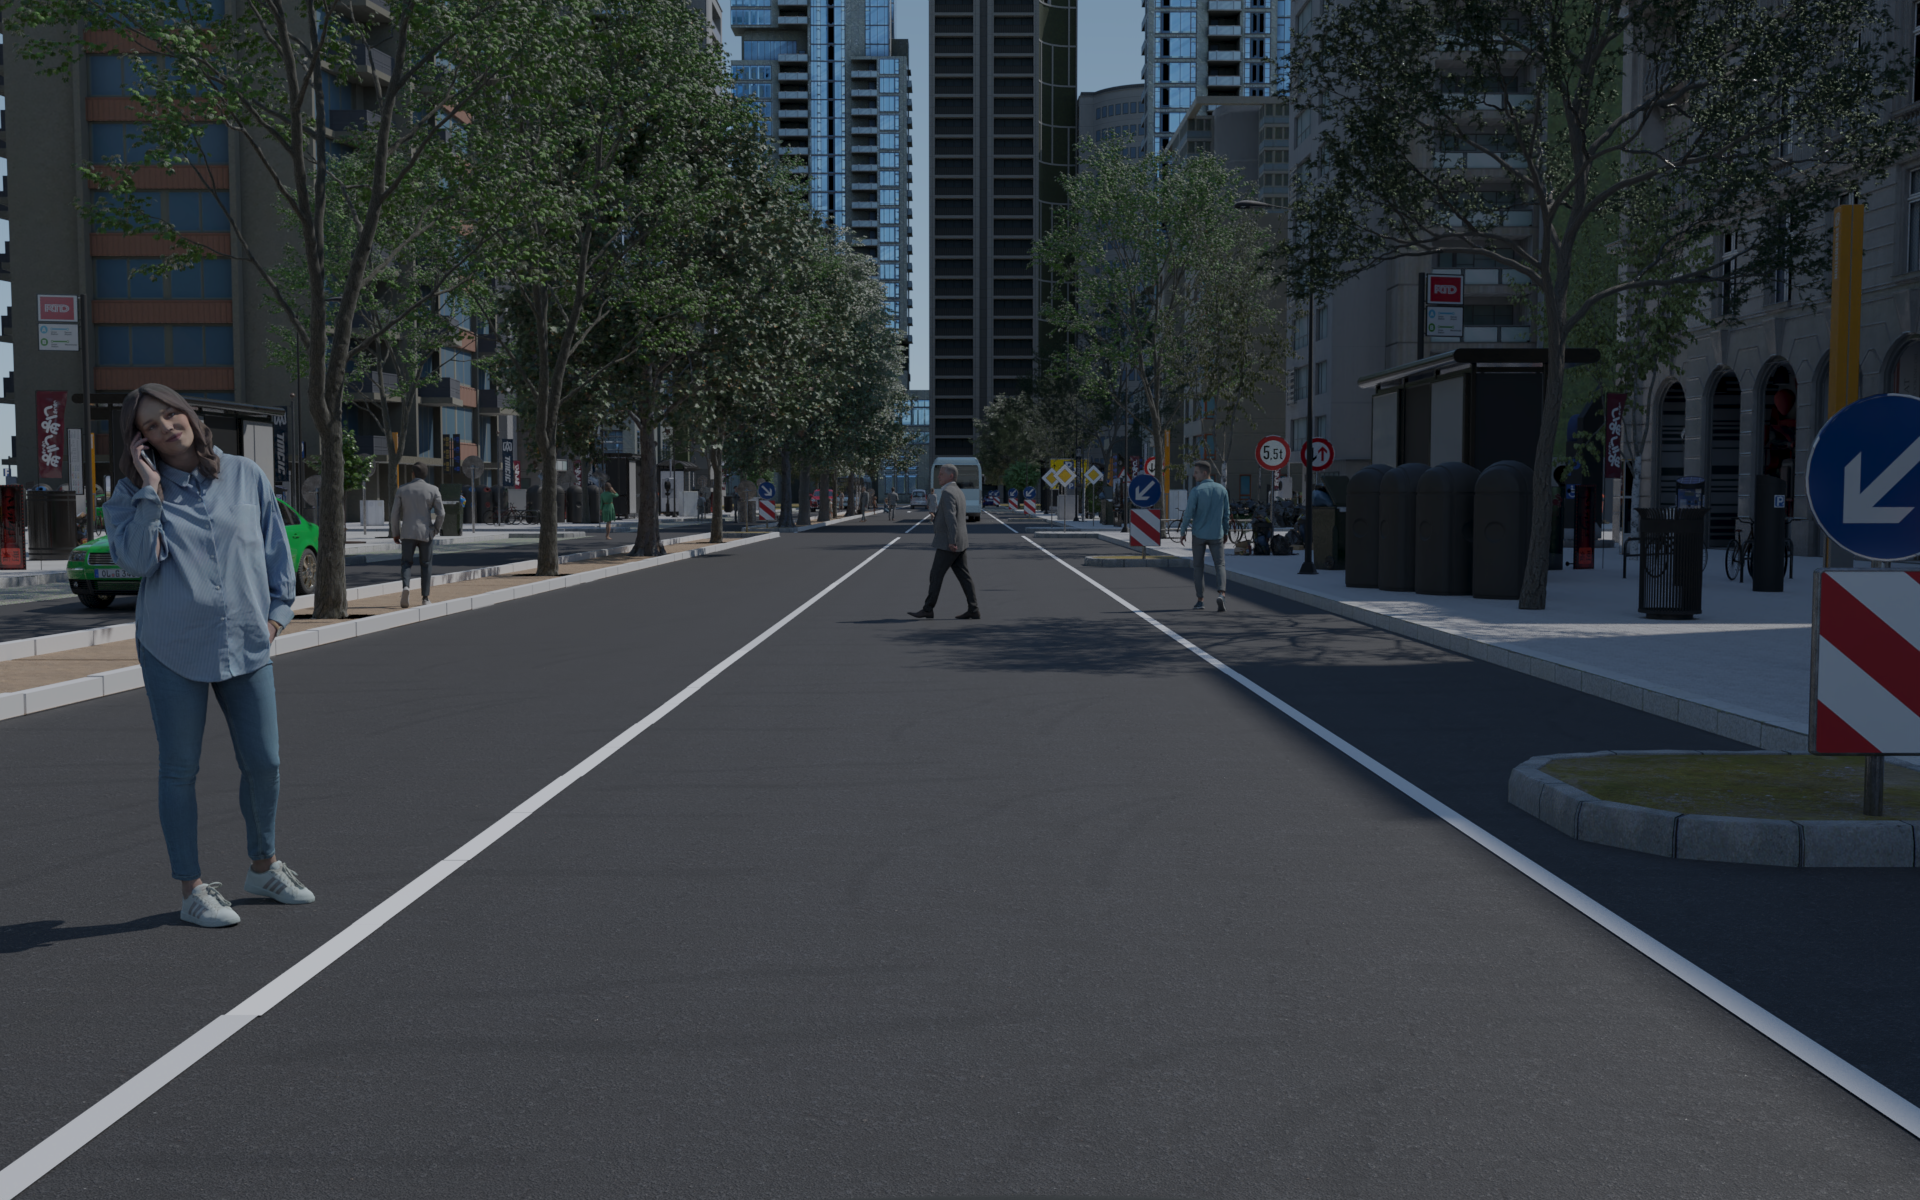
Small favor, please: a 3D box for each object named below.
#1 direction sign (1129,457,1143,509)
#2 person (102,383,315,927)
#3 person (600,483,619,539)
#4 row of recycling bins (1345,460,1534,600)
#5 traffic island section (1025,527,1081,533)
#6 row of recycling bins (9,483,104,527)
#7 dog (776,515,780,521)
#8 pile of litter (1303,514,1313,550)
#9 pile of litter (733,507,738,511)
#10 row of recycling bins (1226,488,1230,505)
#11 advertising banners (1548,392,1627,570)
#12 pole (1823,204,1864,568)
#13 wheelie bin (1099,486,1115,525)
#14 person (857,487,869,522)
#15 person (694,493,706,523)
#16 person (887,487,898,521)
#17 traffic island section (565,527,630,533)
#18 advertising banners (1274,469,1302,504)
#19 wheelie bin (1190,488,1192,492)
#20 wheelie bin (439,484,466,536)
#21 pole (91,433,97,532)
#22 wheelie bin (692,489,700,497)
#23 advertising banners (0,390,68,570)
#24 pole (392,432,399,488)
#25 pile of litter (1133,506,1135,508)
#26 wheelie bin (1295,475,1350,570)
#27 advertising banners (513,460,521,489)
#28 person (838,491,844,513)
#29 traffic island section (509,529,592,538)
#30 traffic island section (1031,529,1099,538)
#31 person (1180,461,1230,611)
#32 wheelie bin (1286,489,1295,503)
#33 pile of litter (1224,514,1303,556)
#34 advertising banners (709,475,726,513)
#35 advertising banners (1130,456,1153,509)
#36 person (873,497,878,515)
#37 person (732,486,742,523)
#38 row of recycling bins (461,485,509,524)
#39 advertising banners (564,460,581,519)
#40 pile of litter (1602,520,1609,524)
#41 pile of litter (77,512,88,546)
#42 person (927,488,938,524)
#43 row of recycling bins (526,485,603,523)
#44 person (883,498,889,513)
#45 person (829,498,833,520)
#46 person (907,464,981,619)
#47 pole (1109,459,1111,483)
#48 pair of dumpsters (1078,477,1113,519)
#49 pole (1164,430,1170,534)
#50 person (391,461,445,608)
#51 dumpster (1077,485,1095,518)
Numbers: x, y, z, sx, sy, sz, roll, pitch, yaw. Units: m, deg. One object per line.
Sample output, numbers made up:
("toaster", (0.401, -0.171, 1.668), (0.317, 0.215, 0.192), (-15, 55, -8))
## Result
("direction sign", (10.687, -6.936, 105.404), (0.876, 3.537, 0.379), (-1, 4, -11))
("person", (-2.515, 0.180, 5.821), (0.793, 1.790, 0.793), (1, 4, 20))
("person", (-11.157, -2.820, 54.851), (0.600, 1.795, 0.529), (0, 4, 6))
("row of recycling bins", (6.212, -0.946, 22.573), (1.069, 1.692, 3.534), (-1, 4, -21))
("traffic island section", (3.493, -2.646, 65.541), (2.009, 0.180, 2.903), (0, 3, 0))
("row of recycling bins", (-35.441, -3.709, 67.758), (3.534, 1.692, 1.069), (-1, 4, -22))
("dog", (-8.975, -4.141, 86.996), (0.540, 0.507, 0.406), (-3, 4, -36))
("pile of litter", (8.186, -1.596, 40.059), (1.719, 0.858, 1.176), (0, 4, -7))
("pile of litter", (-17.266, -7.346, 134.076), (1.719, 0.858, 1.176), (-1, 4, -22))
("row of recycling bins", (15.480, -5.894, 103.482), (1.069, 1.692, 3.534), (1, 4, 19))
("advertising banners", (10.620, -2.035, 29.466), (2.074, 3.025, 0.090), (-2, 4, -29))
("pole", (6.285, -1.132, 12.345), (0.158, 3.312, 0.155), (0, 3, 0))
("wheelie bin", (6.187, -3.901, 71.684), (0.980, 1.594, 0.693), (-1, 4, -17))
("person", (-4.948, -4.874, 88.295), (0.694, 1.812, 0.767), (3, 5, 41))
("person", (-12.969, -4.608, 86.435), (0.523, 1.515, 0.503), (3, 4, 36))
("person", (-3.646, -5.206, 93.823), (0.606, 1.804, 0.583), (0, 4, -3))
("traffic island section", (-13.648, -2.645, 65.532), (2.009, 0.180, 2.903), (0, 3, 0))
("advertising banners", (19.110, -6.376, 100.439), (2.074, 3.025, 0.090), (1, 4, 9))
("wheelie bin", (11.747, -4.746, 85.497), (0.980, 1.594, 0.693), (1, 4, 20))
("wheelie bin", (-15.554, -2.751, 52.885), (0.980, 1.594, 0.693), (0, 4, -4))
("pole", (-29.001, -3.917, 57.887), (0.158, 3.312, 0.155), (0, 3, 0))
("wheelie bin", (-16.669, -6.244, 109.993), (0.980, 1.594, 0.693), (-1, 4, -11))
("advertising banners", (-16.059, -2.017, 29.173), (2.074, 3.025, 0.090), (0, 4, -4))
("pole", (-18.681, -3.885, 57.357), (0.158, 3.312, 0.155), (0, 3, 0))
("pile of litter", (12.178, -6.830, 125.638), (1.176, 0.858, 1.719), (2, 4, 33))
("wheelie bin", (6.338, -1.316, 29.428), (0.980, 1.594, 0.693), (-2, 4, -35))
("advertising banners", (-22.613, -5.773, 90.577), (0.090, 3.025, 2.074), (2, 4, 30))
("person", (-8.992, -7.440, 130.481), (0.374, 1.781, 0.599), (-2, 4, -34))
("traffic island section", (-13.642, -2.157, 57.547), (2.009, 0.180, 2.903), (0, 3, 0))
("traffic island section", (3.500, -2.158, 57.556), (2.009, 0.180, 2.903), (0, 3, 0))
("person", (3.035, -0.794, 21.348), (0.638, 1.841, 0.748), (0, 4, -1))
("wheelie bin", (18.877, -5.534, 98.391), (0.693, 1.594, 0.980), (1, 4, 11))
("pile of litter", (6.259, -1.373, 36.407), (1.719, 0.858, 1.176), (1, 4, 12))
("advertising banners", (-16.832, -7.429, 117.656), (2.074, 3.025, 0.090), (0, 4, 1))
("advertising banners", (8.639, -5.079, 79.229), (2.074, 3.025, 0.090), (-2, 4, -26))
("person", (-5.915, -6.597, 121.027), (0.373, 1.253, 0.362), (0, 4, 7))
("person", (-11.122, -4.811, 86.963), (0.655, 1.846, 0.447), (-1, 4, -17))
("row of recycling bins", (-21.106, -4.170, 75.288), (1.069, 1.692, 3.534), (2, 4, 31))
("advertising banners", (-20.011, -5.575, 87.335), (2.074, 3.025, 0.090), (0, 4, -8))
("pile of litter", (27.335, -3.718, 74.754), (1.176, 0.858, 1.719), (0, 4, 2))
("pile of litter", (-21.484, -1.700, 41.767), (1.176, 0.858, 1.719), (-2, 4, -29))
("person", (-1.303, -4.565, 83.892), (0.466, 1.731, 0.760), (-3, 5, -42))
("row of recycling bins", (-17.646, -4.306, 77.516), (3.534, 1.692, 1.069), (-3, 4, -36))
("person", (-5.350, -7.047, 129.211), (0.738, 1.151, 1.012), (2, 4, 30))
("person", (-7.195, -4.979, 94.926), (0.505, 1.210, 0.382), (1, 4, 13))
("person", (-0.181, -0.668, 19.818), (0.834, 1.777, 0.661), (0, 4, 5))
("pole", (8.625, -6.453, 99.346), (0.158, 3.312, 0.155), (0, 3, 0))
("pair of dumpsters", (7.099, -5.374, 90.364), (1.574, 2.255, 4.437), (0, 3, 0))
("pole", (6.616, -3.765, 55.395), (0.158, 3.312, 0.155), (0, 3, 0))
("person", (-6.837, -0.826, 21.847), (0.661, 1.843, 0.795), (-1, 4, -11))
("dumpster", (6.727, -5.371, 93.577), (1.264, 1.857, 1.865), (0, 3, 0))
